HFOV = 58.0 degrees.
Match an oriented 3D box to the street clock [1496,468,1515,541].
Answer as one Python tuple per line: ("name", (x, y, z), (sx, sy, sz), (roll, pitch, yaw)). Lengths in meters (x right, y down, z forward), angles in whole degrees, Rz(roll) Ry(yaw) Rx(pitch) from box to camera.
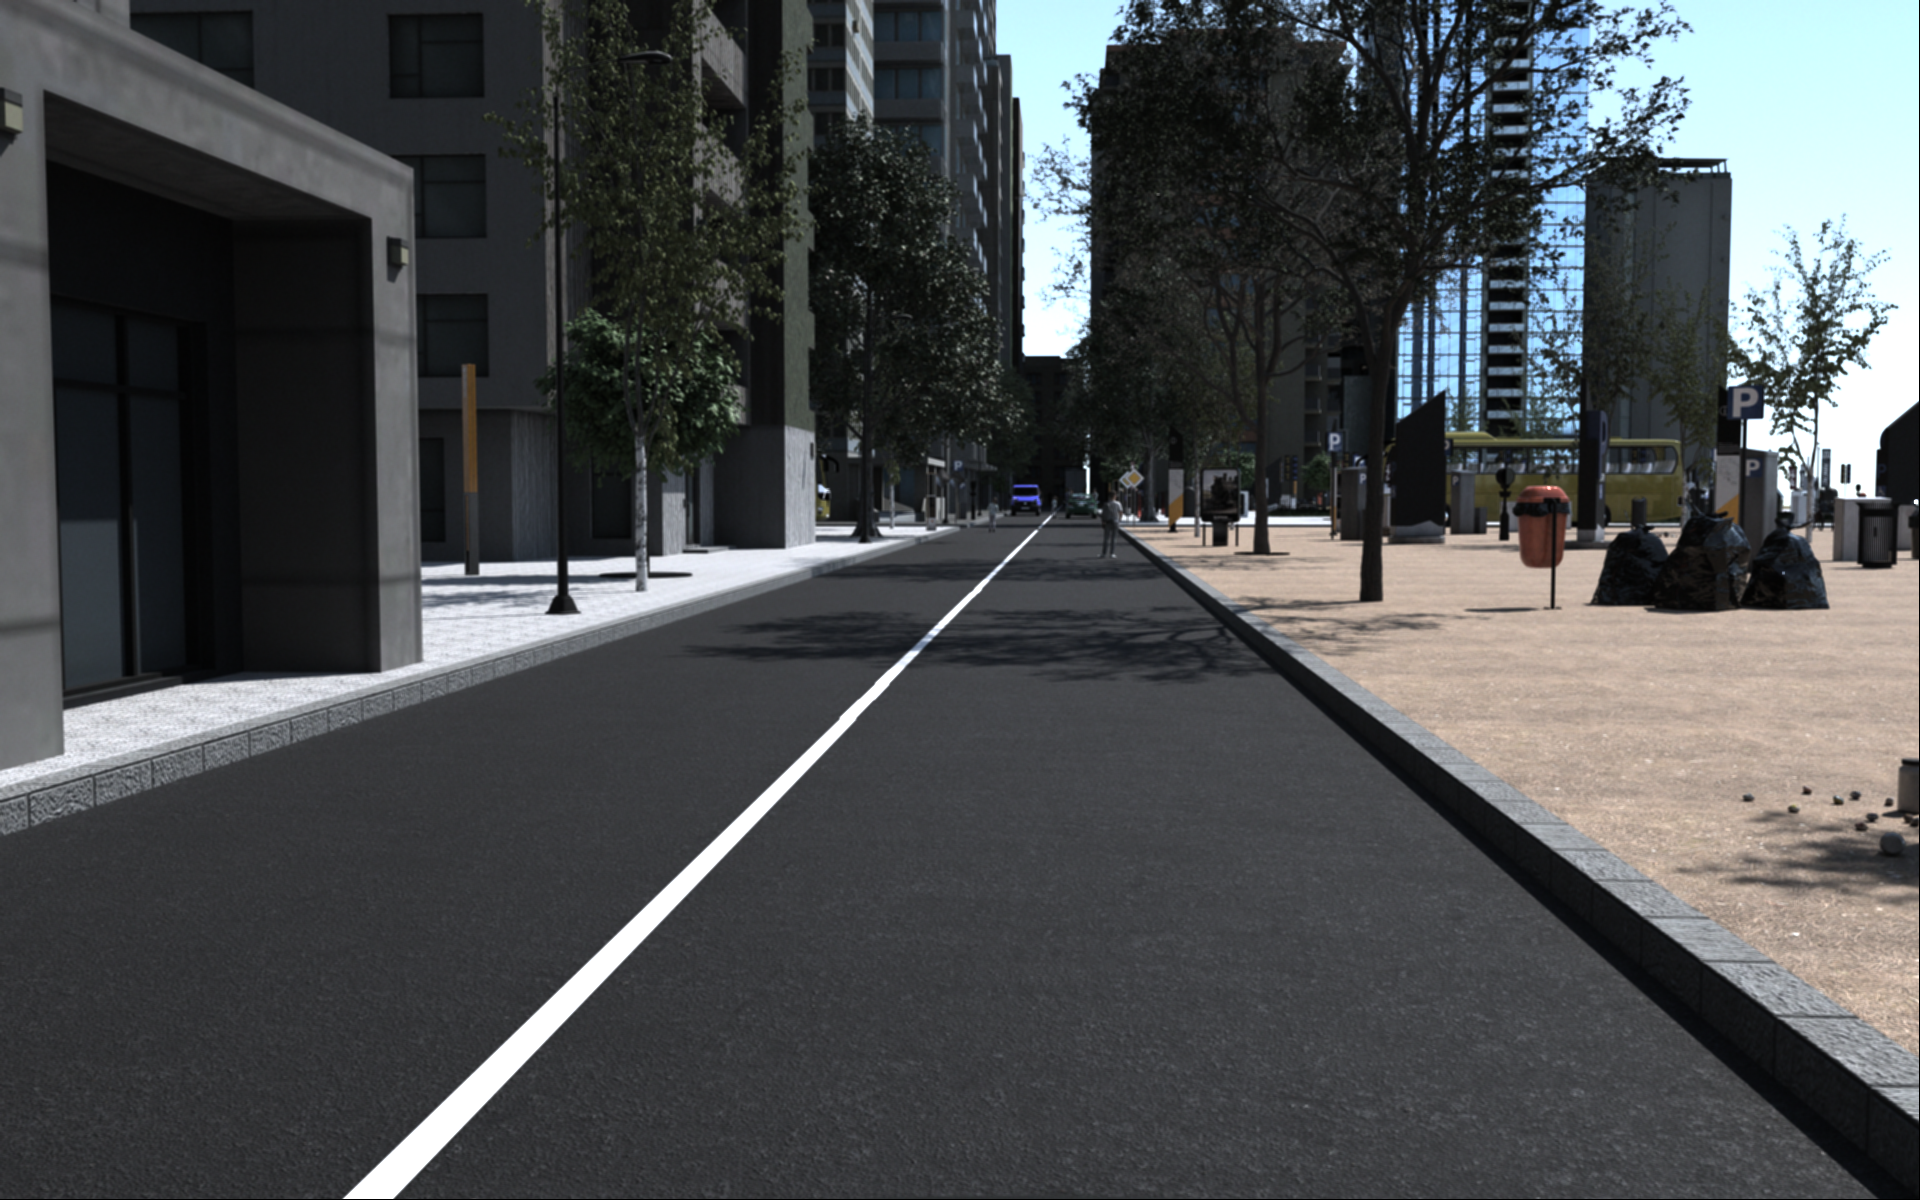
("street clock", (15.060, -2.648, 47.871), (0.471, 2.002, 0.358), (-1, 4, -19))

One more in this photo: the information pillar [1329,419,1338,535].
("information pillar", (11.645, -3.829, 53.964), (0.183, 3.616, 0.504), (0, 4, 1))

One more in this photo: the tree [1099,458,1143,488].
("tree", (10.982, -7.991, 114.373), (4.285, 4.588, 4.351), (0, 3, 0))

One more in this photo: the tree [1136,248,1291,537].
("tree", (7.278, -6.172, 51.270), (4.360, 8.622, 3.978), (0, 3, 0))

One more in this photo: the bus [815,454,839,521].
("bus", (-11.289, -4.901, 71.672), (12.252, 3.916, 2.896), (0, 4, 5))

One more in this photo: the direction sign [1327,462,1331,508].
("direction sign", (26.256, -8.026, 123.214), (0.379, 3.537, 0.876), (2, 4, 28))

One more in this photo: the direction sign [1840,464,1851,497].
("direction sign", (66.333, -8.426, 129.765), (0.379, 3.537, 0.876), (-1, 4, -21))

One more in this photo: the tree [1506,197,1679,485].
("tree", (16.144, -5.716, 43.822), (4.360, 8.622, 3.978), (0, 3, 0))

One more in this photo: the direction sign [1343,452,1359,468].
("direction sign", (20.967, -6.180, 93.034), (0.876, 3.537, 0.379), (-1, 4, -10))

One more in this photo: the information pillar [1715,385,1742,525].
("information pillar", (16.411, -2.793, 37.028), (0.504, 3.616, 0.183), (2, 4, 26))

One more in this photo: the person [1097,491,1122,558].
("person", (3.372, -1.705, 38.980), (0.503, 1.515, 0.523), (-2, 4, -24))

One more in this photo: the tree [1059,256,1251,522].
("tree", (8.791, -10.003, 80.550), (9.611, 12.733, 9.660), (0, 3, 0))

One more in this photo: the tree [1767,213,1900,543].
("tree", (22.117, -5.812, 45.387), (4.737, 8.622, 4.395), (0, 3, 0))

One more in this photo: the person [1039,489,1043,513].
("person", (6.069, -7.523, 131.597), (0.616, 1.811, 0.778), (-1, 4, -15))

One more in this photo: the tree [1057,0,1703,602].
("tree", (4.717, -5.247, 20.196), (8.767, 10.594, 7.601), (2, 4, 35))

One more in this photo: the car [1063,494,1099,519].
("car", (7.143, -5.516, 101.982), (2.131, 1.459, 4.920), (0, 4, 4))

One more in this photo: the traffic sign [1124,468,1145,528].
("traffic sign", (6.676, -3.838, 66.392), (0.795, 2.450, 0.064), (0, 4, 4))

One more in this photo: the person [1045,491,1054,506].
("person", (11.083, -12.570, 214.152), (1.348, 1.807, 0.705), (-1, 4, -9))

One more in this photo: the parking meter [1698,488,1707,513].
("parking meter", (33.578, -4.276, 78.331), (0.372, 1.533, 0.369), (0, 3, 0))

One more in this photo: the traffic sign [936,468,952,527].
("traffic sign", (-0.702, -3.869, 66.894), (0.795, 2.450, 0.064), (0, 4, 4))

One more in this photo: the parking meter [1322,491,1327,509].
("parking meter", (27.680, -7.537, 131.641), (0.372, 1.533, 0.369), (0, 3, 0))

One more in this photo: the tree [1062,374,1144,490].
("tree", (12.111, -13.028, 138.767), (9.928, 11.665, 9.643), (0, 3, 0))

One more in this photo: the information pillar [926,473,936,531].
("information pillar", (-1.009, -3.435, 60.649), (0.304, 2.012, 0.304), (-1, 4, -16))

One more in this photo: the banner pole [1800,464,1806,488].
("banner pole", (61.629, -8.341, 126.388), (0.863, 3.779, 0.401), (-1, 4, -12))

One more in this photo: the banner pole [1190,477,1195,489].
("banner pole", (19.287, -9.411, 143.883), (0.401, 3.779, 0.863), (-2, 4, -34))

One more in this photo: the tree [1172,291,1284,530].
("tree", (9.703, -6.824, 61.938), (4.737, 8.622, 4.395), (0, 3, 0))

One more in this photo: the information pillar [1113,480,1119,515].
("information pillar", (8.119, -5.225, 89.916), (0.304, 2.012, 0.304), (0, 4, 8))

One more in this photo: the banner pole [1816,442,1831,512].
("banner pole", (41.698, -5.733, 83.757), (0.863, 3.779, 0.401), (0, 4, -2))

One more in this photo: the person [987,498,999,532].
("person", (1.214, -3.186, 64.865), (0.425, 1.301, 0.394), (-1, 4, -15))

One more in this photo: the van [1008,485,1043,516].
("van", (4.351, -6.735, 114.506), (2.240, 2.365, 5.245), (0, 4, 3))

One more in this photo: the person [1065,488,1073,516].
("person", (7.184, -6.435, 113.895), (0.473, 1.802, 0.592), (-1, 4, -11))

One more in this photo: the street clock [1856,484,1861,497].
("street clock", (65.614, -7.460, 126.546), (0.358, 2.002, 0.471), (1, 4, 12))

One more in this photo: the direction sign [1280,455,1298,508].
("direction sign", (19.323, -6.677, 101.167), (0.876, 3.537, 0.379), (-2, 4, -23))

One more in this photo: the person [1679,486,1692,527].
("person", (29.445, -3.742, 70.228), (0.362, 1.759, 0.519), (-2, 4, -28))

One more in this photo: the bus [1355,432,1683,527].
("bus", (22.166, -4.738, 69.016), (12.252, 3.916, 2.896), (0, 4, 4))

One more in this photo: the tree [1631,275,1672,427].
("tree", (24.798, -6.616, 58.531), (4.737, 8.622, 4.395), (0, 3, 0))

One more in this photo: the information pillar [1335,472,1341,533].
("information pillar", (12.699, -3.258, 57.756), (0.304, 2.012, 0.304), (1, 4, 18))

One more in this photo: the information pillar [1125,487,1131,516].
("information pillar", (9.818, -5.912, 101.146), (0.304, 2.012, 0.304), (-1, 4, -11))

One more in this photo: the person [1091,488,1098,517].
("person", (8.284, -6.031, 107.283), (0.511, 1.800, 0.466), (2, 4, 27))

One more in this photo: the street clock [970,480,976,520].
("street clock", (0.661, -5.016, 86.584), (0.358, 2.002, 0.471), (0, 4, 7))

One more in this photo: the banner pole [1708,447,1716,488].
("banner pole", (35.715, -5.618, 81.863), (0.863, 3.779, 0.401), (-1, 4, -22))

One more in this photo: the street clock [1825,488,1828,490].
("street clock", (62.708, -7.384, 125.300), (0.358, 2.002, 0.471), (1, 4, 14))

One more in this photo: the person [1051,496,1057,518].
("person", (5.502, -5.449, 101.869), (0.394, 1.301, 0.425), (2, 4, 28))

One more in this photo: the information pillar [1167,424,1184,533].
("information pillar", (7.183, -4.058, 57.696), (0.504, 3.616, 0.183), (1, 4, 11))

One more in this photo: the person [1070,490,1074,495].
("person", (9.455, -8.384, 145.823), (0.600, 1.795, 0.529), (-1, 4, -10))
